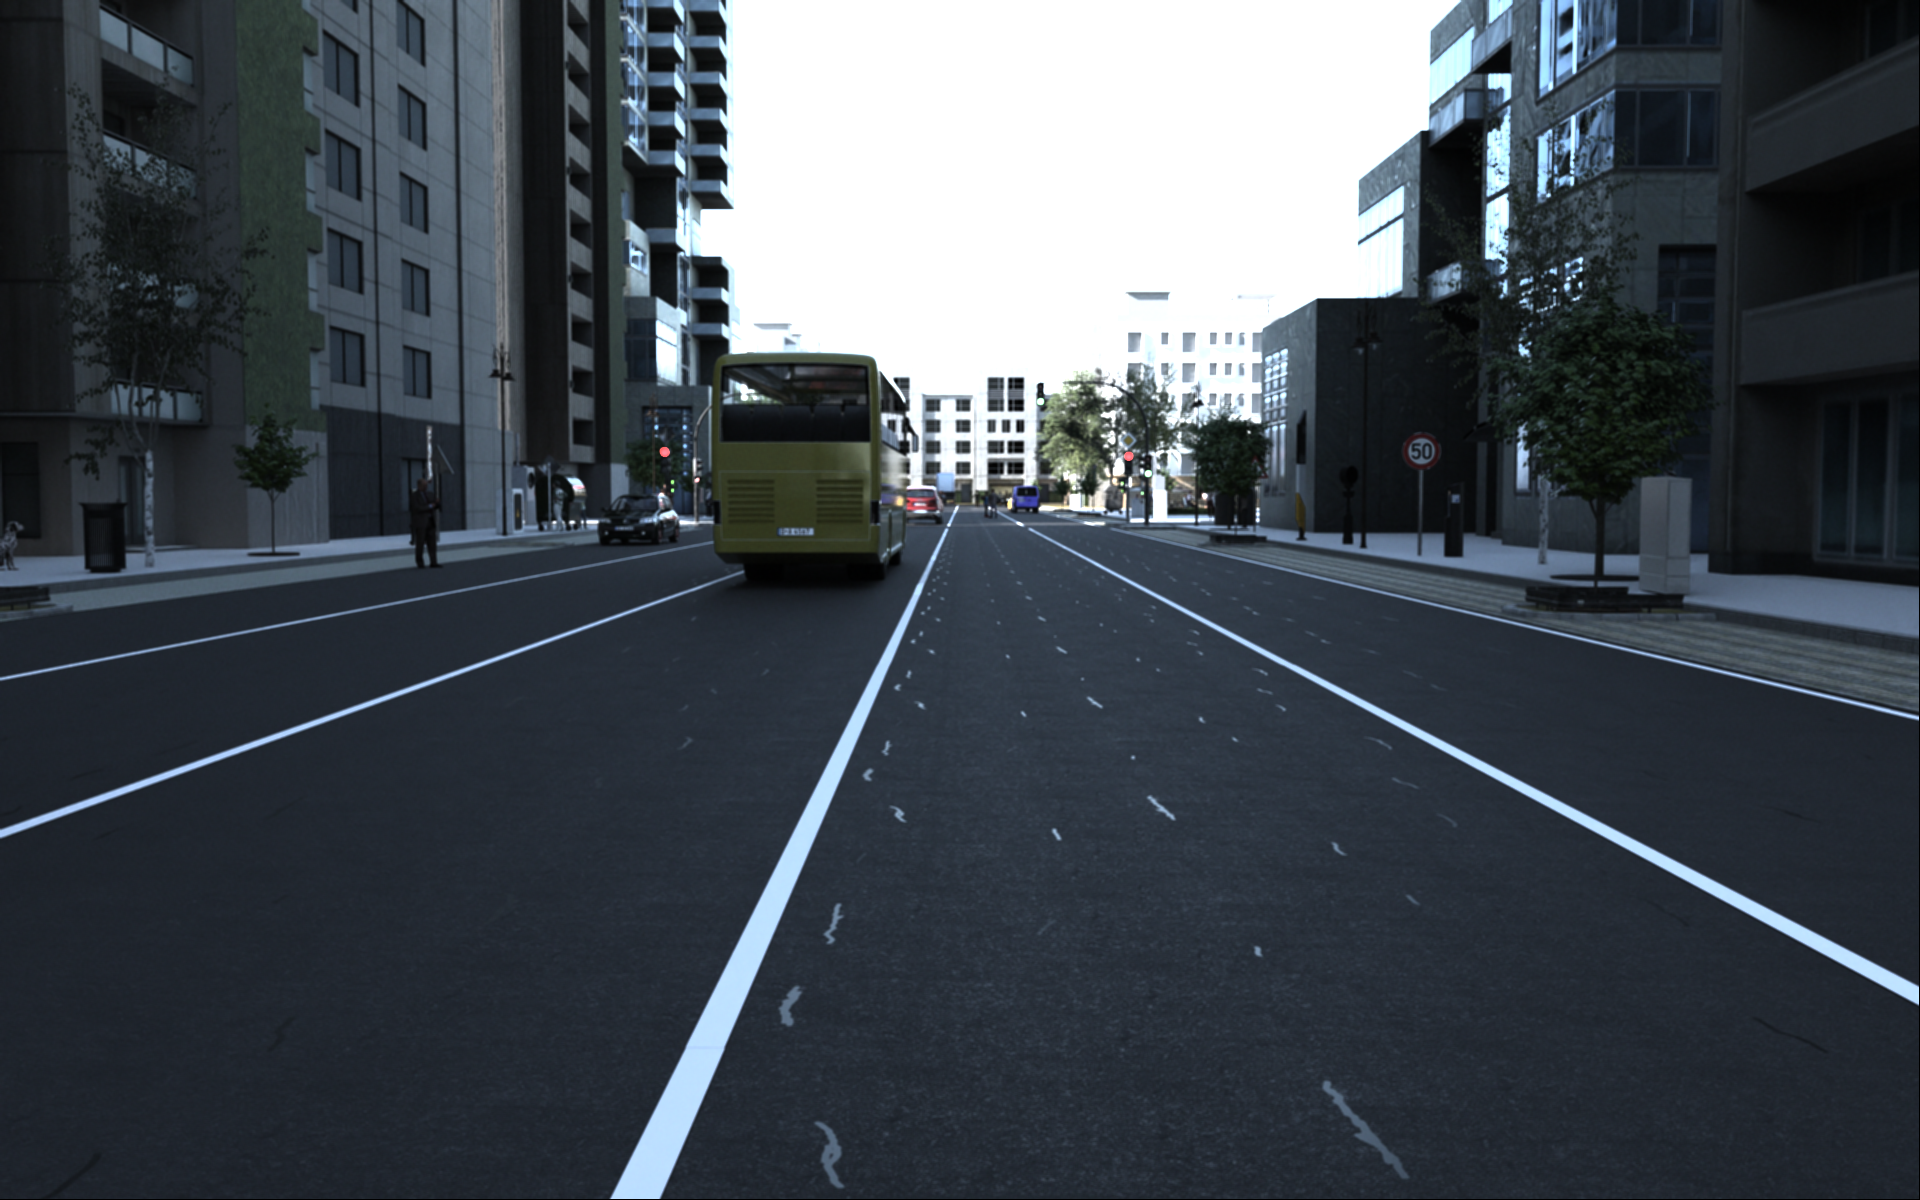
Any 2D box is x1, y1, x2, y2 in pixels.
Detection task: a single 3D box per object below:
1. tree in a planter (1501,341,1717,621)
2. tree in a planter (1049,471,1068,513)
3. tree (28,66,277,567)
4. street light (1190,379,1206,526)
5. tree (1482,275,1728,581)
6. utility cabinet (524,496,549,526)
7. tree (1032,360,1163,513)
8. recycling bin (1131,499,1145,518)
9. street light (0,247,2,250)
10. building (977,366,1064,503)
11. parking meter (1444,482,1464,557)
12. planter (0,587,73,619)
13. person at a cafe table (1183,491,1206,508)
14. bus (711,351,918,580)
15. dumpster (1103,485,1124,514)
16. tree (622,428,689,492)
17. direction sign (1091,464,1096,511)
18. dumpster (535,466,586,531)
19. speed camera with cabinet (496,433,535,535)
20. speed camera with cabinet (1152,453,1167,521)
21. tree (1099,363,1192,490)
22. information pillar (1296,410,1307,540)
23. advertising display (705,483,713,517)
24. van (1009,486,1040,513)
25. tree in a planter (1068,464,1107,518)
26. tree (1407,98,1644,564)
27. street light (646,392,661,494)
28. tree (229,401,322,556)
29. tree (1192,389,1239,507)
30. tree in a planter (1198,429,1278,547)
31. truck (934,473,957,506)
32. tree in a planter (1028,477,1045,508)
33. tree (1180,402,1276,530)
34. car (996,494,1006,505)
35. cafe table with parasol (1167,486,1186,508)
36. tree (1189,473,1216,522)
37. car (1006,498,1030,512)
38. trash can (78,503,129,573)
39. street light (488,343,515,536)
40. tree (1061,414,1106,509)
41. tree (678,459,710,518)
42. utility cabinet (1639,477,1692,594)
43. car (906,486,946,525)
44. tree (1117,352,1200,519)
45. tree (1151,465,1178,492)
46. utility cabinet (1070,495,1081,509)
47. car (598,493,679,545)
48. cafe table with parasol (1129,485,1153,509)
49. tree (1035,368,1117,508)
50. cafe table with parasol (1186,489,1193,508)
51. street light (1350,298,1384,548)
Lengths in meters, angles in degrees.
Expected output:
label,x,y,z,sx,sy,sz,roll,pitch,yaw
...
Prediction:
label,x,y,z,sx,sy,sz,roll,pitch,yaw
tree in a planter,7.488,-1.411,20.296,1.991,3.239,1.994,0,3,0
tree in a planter,7.704,-8.117,129.941,1.991,3.239,1.994,0,3,0
tree,-14.294,-4.900,30.481,4.360,8.622,3.978,0,3,0
street light,9.558,-5.934,69.806,0.468,5.910,1.993,0,3,0
tree,9.736,-2.587,26.005,4.285,4.588,4.351,0,3,0
utility cabinet,-17.308,-3.654,70.902,1.020,1.237,0.306,-2,4,-34
tree,10.296,-11.356,120.078,8.767,10.594,7.601,3,4,38
recycling bin,9.804,-5.042,94.990,0.722,1.027,0.722,1,4,18
street light,-13.983,-3.145,24.210,0.468,5.910,1.993,0,3,0
building,17.922,-23.356,248.335,31.486,18.905,16.747,0,3,0
parking meter,10.106,-1.652,35.417,0.372,1.533,0.369,0,3,0
planter,-11.697,0.044,20.413,1.991,0.319,1.994,0,3,0
person at a cafe table,15.941,-6.663,117.456,1.622,1.524,1.698,2,4,24
bus,-2.398,-2.460,31.763,2.896,3.916,12.252,0,4,0
dumpster,9.779,-6.394,110.307,1.264,1.857,1.865,0,4,0
tree,-15.026,-6.236,85.670,4.285,4.588,4.351,0,3,0
direction sign,10.160,-8.550,131.793,0.379,3.537,0.876,1,4,23
dumpster,-14.048,-3.556,60.635,1.502,2.255,1.985,0,3,0
speed camera with cabinet,-14.288,-3.752,55.679,0.660,3.252,2.038,0,4,6
speed camera with cabinet,9.661,-5.456,83.544,0.660,3.252,2.038,0,4,3
tree,10.127,-8.999,97.501,4.360,8.622,3.978,0,3,0
information pillar,9.453,-3.464,47.984,0.183,3.616,0.504,2,4,33
advertising display,-14.020,-5.606,96.866,0.123,1.923,0.974,-2,4,-28
van,4.948,-7.801,131.931,2.240,2.365,5.245,0,4,-1
tree in a planter,7.647,-6.460,102.842,1.991,3.239,1.994,0,3,0
tree,10.477,-4.965,31.547,4.360,8.622,3.978,0,3,0
street light,-13.870,-6.469,78.558,0.468,5.910,1.993,0,3,0
tree,-14.464,-2.546,36.226,1.663,3.219,1.824,0,3,0
tree,17.883,-10.500,122.039,4.360,8.622,3.978,0,3,0
tree in a planter,7.546,-3.060,47.261,1.991,3.239,1.994,0,3,0
truck,-1.853,-13.780,215.058,2.967,4.110,18.799,0,3,0
tree in a planter,7.798,-11.232,180.857,1.991,3.239,1.994,0,3,0
tree,9.549,-4.776,61.802,4.285,4.588,4.351,0,3,0
car,5.349,-13.018,222.623,2.009,1.686,4.222,0,4,1
cafe table with parasol,17.355,-8.600,145.473,2.610,1.966,2.610,0,4,1
tree,11.805,-5.284,80.988,1.663,3.219,1.824,0,3,0
car,4.848,-8.075,142.253,2.015,1.641,3.980,0,4,-1
trash can,-13.967,-1.017,28.282,0.748,1.137,0.748,0,3,0
street light,-13.990,-4.909,53.051,0.468,5.910,1.993,0,3,0
tree,10.549,-12.184,149.576,4.737,8.622,4.395,0,3,0
tree,-14.669,-6.139,94.969,1.663,3.219,1.824,0,3,0
utility cabinet,9.113,-0.837,22.367,0.318,1.500,1.173,0,4,6
car,-1.843,-4.548,83.031,2.281,1.827,5.304,0,4,1
tree,10.379,-8.570,90.488,4.737,8.622,4.395,0,3,0
tree,13.281,-7.172,111.861,1.663,3.219,1.824,0,3,0
utility cabinet,9.817,-8.284,146.604,0.306,1.237,1.020,-3,5,-42
car,-9.265,-2.464,50.075,2.009,1.686,4.222,0,4,1
cafe table with parasol,14.192,-7.902,134.057,2.610,1.966,2.610,2,4,24
tree,10.531,-14.582,156.548,7.486,12.596,7.792,0,3,0
cafe table with parasol,19.011,-8.910,150.550,2.610,1.966,2.610,3,5,41
street light,9.582,-4.170,40.965,0.468,5.910,1.993,0,3,0
